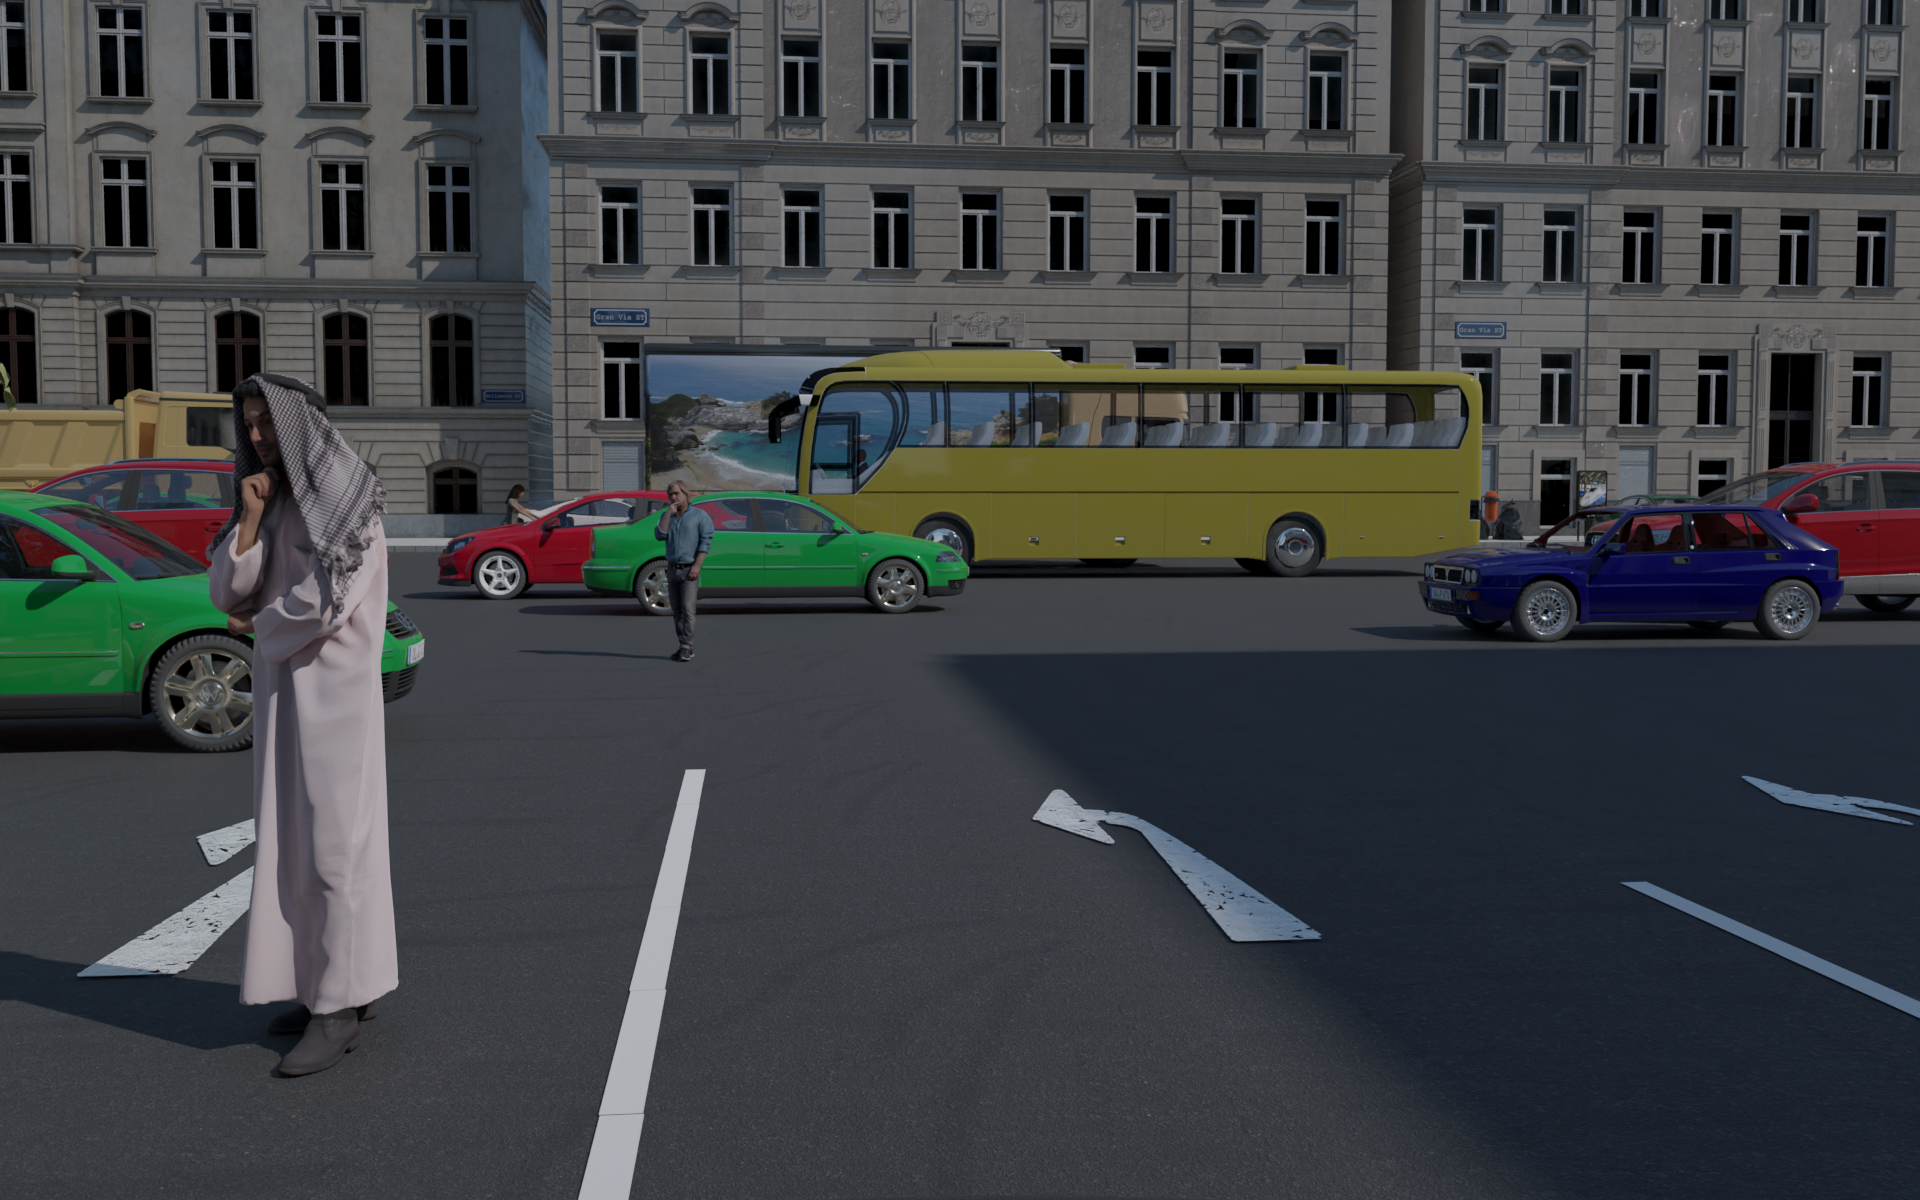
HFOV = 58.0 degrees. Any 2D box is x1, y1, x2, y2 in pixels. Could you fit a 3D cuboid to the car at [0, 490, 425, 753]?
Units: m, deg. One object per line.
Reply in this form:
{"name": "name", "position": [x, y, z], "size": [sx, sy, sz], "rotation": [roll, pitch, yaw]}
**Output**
{"name": "car", "position": [-5.615, -0.083, 10.160], "size": [4.718, 1.807, 1.959], "rotation": [-1, 4, -8]}

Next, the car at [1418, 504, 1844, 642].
{"name": "car", "position": [6.760, -0.309, 17.626], "size": [3.894, 1.354, 1.945], "rotation": [0, 4, -6]}

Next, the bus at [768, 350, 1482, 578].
{"name": "bus", "position": [2.808, -2.379, 30.448], "size": [12.252, 3.916, 2.896], "rotation": [0, 4, -6]}

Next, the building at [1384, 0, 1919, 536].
{"name": "building", "position": [25.178, -15.980, 58.542], "size": [25.104, 27.353, 12.463], "rotation": [0, 4, -7]}

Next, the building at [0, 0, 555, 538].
{"name": "building", "position": [-29.963, -14.312, 53.079], "size": [34.723, 24.649, 14.460], "rotation": [0, 4, -7]}

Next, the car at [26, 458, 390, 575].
{"name": "car", "position": [-9.047, -0.629, 18.964], "size": [5.304, 1.827, 2.281], "rotation": [-1, 4, -8]}

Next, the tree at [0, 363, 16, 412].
{"name": "tree", "position": [-4.941, -3.238, 5.764], "size": [4.737, 8.622, 4.395], "rotation": [0, 3, 0]}

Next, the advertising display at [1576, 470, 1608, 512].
{"name": "advertising display", "position": [17.184, -2.564, 47.137], "size": [0.974, 1.923, 0.123], "rotation": [-1, 4, -21]}

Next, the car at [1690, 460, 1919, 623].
{"name": "car", "position": [9.915, -0.702, 20.154], "size": [5.304, 1.827, 2.281], "rotation": [0, 4, -5]}

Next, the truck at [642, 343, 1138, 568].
{"name": "truck", "position": [-0.471, -2.765, 34.121], "size": [11.283, 4.237, 2.839], "rotation": [-1, 4, -8]}

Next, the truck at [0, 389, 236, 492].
{"name": "truck", "position": [-16.697, -2.278, 33.169], "size": [9.791, 3.379, 3.469], "rotation": [0, 4, -8]}

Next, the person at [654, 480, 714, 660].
{"name": "person", "position": [-2.386, -0.262, 15.004], "size": [0.429, 1.552, 0.499], "rotation": [-3, 5, -45]}

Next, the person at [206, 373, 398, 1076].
{"name": "person", "position": [-1.721, 0.284, 4.528], "size": [0.551, 1.740, 0.621], "rotation": [1, 4, 17]}

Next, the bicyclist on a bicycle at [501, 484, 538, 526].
{"name": "bicyclist on a bicycle", "position": [-8.046, -1.330, 31.768], "size": [1.625, 1.676, 1.499], "rotation": [0, 4, -5]}

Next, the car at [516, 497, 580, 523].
{"name": "car", "position": [-8.379, -1.798, 41.764], "size": [4.827, 1.381, 2.083], "rotation": [0, 4, -8]}

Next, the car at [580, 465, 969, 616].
{"name": "car", "position": [-2.249, -0.763, 21.274], "size": [4.718, 1.807, 1.959], "rotation": [-1, 4, -8]}

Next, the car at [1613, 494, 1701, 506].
{"name": "car", "position": [16.024, -1.668, 39.067], "size": [2.131, 1.459, 4.920], "rotation": [0, 4, -6]}

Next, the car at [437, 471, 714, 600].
{"name": "car", "position": [-5.050, -0.938, 24.384], "size": [4.494, 1.783, 2.155], "rotation": [0, 4, -8]}

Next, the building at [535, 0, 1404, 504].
{"name": "building", "position": [-0.051, -15.747, 54.730], "size": [25.104, 27.353, 12.463], "rotation": [0, 4, -7]}

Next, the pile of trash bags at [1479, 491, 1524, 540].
{"name": "pile of trash bags", "position": [15.210, -2.447, 49.763], "size": [1.912, 1.369, 3.447], "rotation": [1, 4, 17]}
